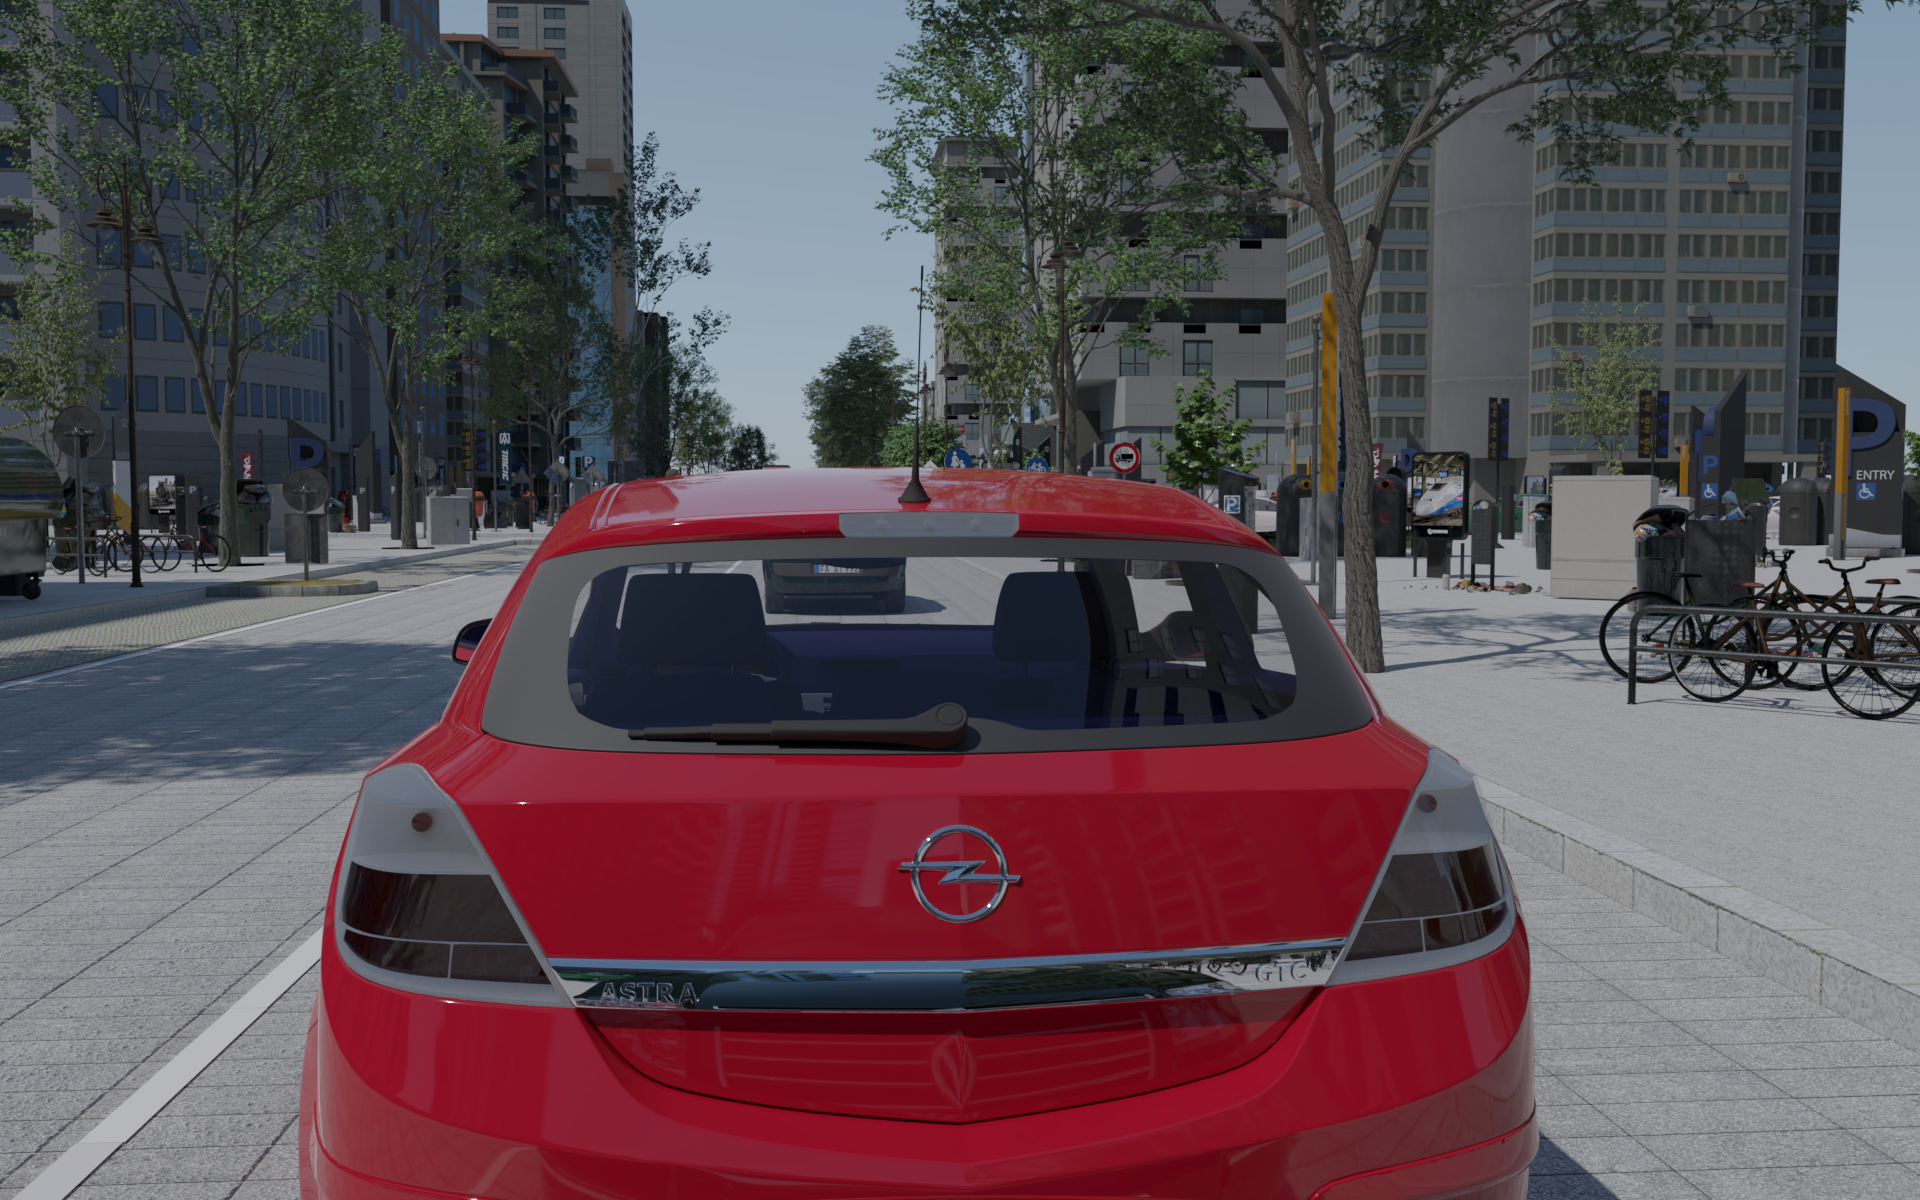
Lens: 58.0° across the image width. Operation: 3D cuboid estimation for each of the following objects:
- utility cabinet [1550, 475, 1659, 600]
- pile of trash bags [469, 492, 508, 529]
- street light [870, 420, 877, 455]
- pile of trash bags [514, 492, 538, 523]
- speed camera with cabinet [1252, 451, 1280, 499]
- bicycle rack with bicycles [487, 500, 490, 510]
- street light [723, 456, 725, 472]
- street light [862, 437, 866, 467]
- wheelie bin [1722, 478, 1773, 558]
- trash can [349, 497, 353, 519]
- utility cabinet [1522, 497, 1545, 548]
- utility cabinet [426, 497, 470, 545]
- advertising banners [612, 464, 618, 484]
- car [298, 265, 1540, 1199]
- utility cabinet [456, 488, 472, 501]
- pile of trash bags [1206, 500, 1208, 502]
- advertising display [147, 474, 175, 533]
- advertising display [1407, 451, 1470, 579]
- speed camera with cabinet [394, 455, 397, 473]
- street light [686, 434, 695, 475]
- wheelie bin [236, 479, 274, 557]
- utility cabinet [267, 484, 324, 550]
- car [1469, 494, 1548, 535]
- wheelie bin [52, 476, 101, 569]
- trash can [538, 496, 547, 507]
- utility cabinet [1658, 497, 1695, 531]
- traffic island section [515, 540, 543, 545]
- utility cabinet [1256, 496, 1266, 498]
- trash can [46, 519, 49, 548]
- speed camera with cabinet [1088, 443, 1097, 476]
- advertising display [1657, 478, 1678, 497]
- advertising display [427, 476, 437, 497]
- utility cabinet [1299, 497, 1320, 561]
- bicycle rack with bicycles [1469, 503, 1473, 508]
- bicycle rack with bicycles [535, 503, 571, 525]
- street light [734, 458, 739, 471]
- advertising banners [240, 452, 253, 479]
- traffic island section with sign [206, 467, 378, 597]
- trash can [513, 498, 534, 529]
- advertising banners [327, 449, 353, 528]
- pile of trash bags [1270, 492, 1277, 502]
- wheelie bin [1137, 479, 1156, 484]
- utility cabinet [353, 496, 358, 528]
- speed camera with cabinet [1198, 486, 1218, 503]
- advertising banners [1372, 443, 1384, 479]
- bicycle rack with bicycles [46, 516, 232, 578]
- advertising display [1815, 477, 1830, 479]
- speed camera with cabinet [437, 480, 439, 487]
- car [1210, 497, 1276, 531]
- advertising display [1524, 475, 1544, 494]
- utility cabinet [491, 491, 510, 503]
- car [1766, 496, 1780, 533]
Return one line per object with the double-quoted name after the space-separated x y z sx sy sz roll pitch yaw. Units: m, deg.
7.791 -0.750 20.944 1.173 1.500 0.318 3 4 39 "utility cabinet"
-17.862 -3.358 64.651 1.912 1.369 3.447 -1 4 -12 "pile of trash bags"
-5.387 -8.283 108.213 0.468 5.910 1.993 0 4 -5 "street light"
-20.133 -4.228 78.885 1.912 1.369 3.447 -3 4 -36 "pile of trash bags"
13.288 -5.078 77.360 0.660 3.252 2.038 -2 4 -25 "speed camera with cabinet"
-26.441 -5.075 96.365 2.852 0.926 2.925 -1 4 -22 "bicycle rack with bicycles"
-24.885 -12.852 182.915 0.468 5.910 1.993 0 4 -5 "street light"
-7.281 -9.753 132.246 0.468 5.910 1.993 0 4 -5 "street light"
15.876 -1.659 35.025 0.980 1.594 0.693 0 4 -1 "wheelie bin"
-30.138 -4.533 85.774 0.748 1.137 0.748 0 3 0 "trash can"
13.832 -1.871 41.747 0.306 1.237 1.020 0 4 5 "utility cabinet"
-12.971 -2.003 43.916 1.020 1.237 0.306 -3 4 -37 "utility cabinet"
-20.976 -6.507 102.579 2.074 3.025 0.090 2 4 30 "advertising banners"
-0.215 0.296 4.196 2.155 1.783 4.494 0 4 -6 "car"
-19.526 -3.604 67.610 1.173 1.500 0.318 -2 4 -31 "utility cabinet"
9.446 -3.222 62.435 1.912 1.369 3.447 0 3 0 "pile of trash bags"
-25.925 -3.130 56.397 0.974 1.923 0.123 0 4 0 "advertising display"
7.308 -1.296 26.399 0.123 1.923 0.974 -3 5 -39 "advertising display"
-28.112 -5.750 88.355 2.038 3.252 0.660 2 4 25 "speed camera with cabinet"
-20.811 -9.914 134.873 0.468 5.910 1.993 0 4 -5 "street light"
-14.482 -1.682 35.414 0.693 1.594 0.980 2 4 33 "wheelie bin"
-15.038 -1.870 39.253 1.173 1.500 0.318 -1 4 -15 "utility cabinet"
18.400 -2.776 57.193 4.920 1.459 2.131 0 4 -5 "car"
-15.282 -1.349 29.963 0.693 1.594 0.980 -1 4 -11 "wheelie bin"
-30.281 -6.970 125.619 0.748 1.137 0.748 0 3 0 "trash can"
15.148 -1.586 37.086 1.020 1.237 0.306 3 5 41 "utility cabinet"
-11.603 -1.692 49.940 2.009 0.180 2.903 0 4 -5 "traffic island section"
11.728 -3.485 68.136 0.306 1.237 1.020 -1 4 -9 "utility cabinet"
-20.961 -1.684 39.187 0.748 1.137 0.748 0 3 0 "trash can"
4.879 -4.404 66.347 0.660 3.252 2.038 3 5 44 "speed camera with cabinet"
28.332 -3.942 69.662 0.974 1.923 0.123 0 4 4 "advertising display"
-18.693 -3.424 61.195 0.123 1.923 0.974 0 4 3 "advertising display"
6.855 -1.386 33.816 0.306 1.237 1.020 0 4 0 "utility cabinet"
36.923 -6.931 126.697 2.852 0.926 2.925 -1 4 -17 "bicycle rack with bicycles"
-16.718 -3.698 73.849 2.925 0.926 2.852 -1 4 -18 "bicycle rack with bicycles"
-27.742 -14.935 216.973 0.468 5.910 1.993 0 4 -5 "street light"
-28.704 -4.614 71.631 2.074 3.025 0.090 0 4 -1 "advertising banners"
-9.504 -0.994 24.878 1.989 1.847 2.006 0 4 -5 "traffic island section with sign"
-15.957 -3.160 63.325 0.748 1.137 0.748 0 3 0 "trash can"
-23.631 -4.293 66.376 2.074 3.025 0.090 -3 5 -45 "advertising banners"
12.721 -3.846 72.635 1.912 1.369 3.447 -1 4 -14 "pile of trash bags"
3.836 -1.682 35.403 0.693 1.594 0.980 3 4 39 "wheelie bin"
-22.503 -3.293 64.999 0.306 1.237 1.020 -2 4 -33 "utility cabinet"
9.510 -4.336 65.233 0.660 3.252 2.038 0 4 -7 "speed camera with cabinet"
13.577 -3.895 59.866 2.074 3.025 0.090 1 4 13 "advertising banners"
-13.663 -0.884 27.833 2.925 0.926 2.852 2 4 23 "bicycle rack with bicycles"
33.095 -3.750 66.526 0.123 1.923 0.974 0 4 1 "advertising display"
-32.253 -6.981 108.469 2.038 3.252 0.660 -1 4 -13 "speed camera with cabinet"
9.457 -2.617 55.152 4.827 1.381 2.083 0 4 -4 "car"
19.916 -3.358 60.116 0.974 1.923 0.123 -2 4 -35 "advertising display"
-29.753 -6.331 112.189 1.173 1.500 0.318 -1 4 -12 "utility cabinet"
27.529 -2.810 58.310 4.827 1.381 2.083 0 4 -7 "car"
